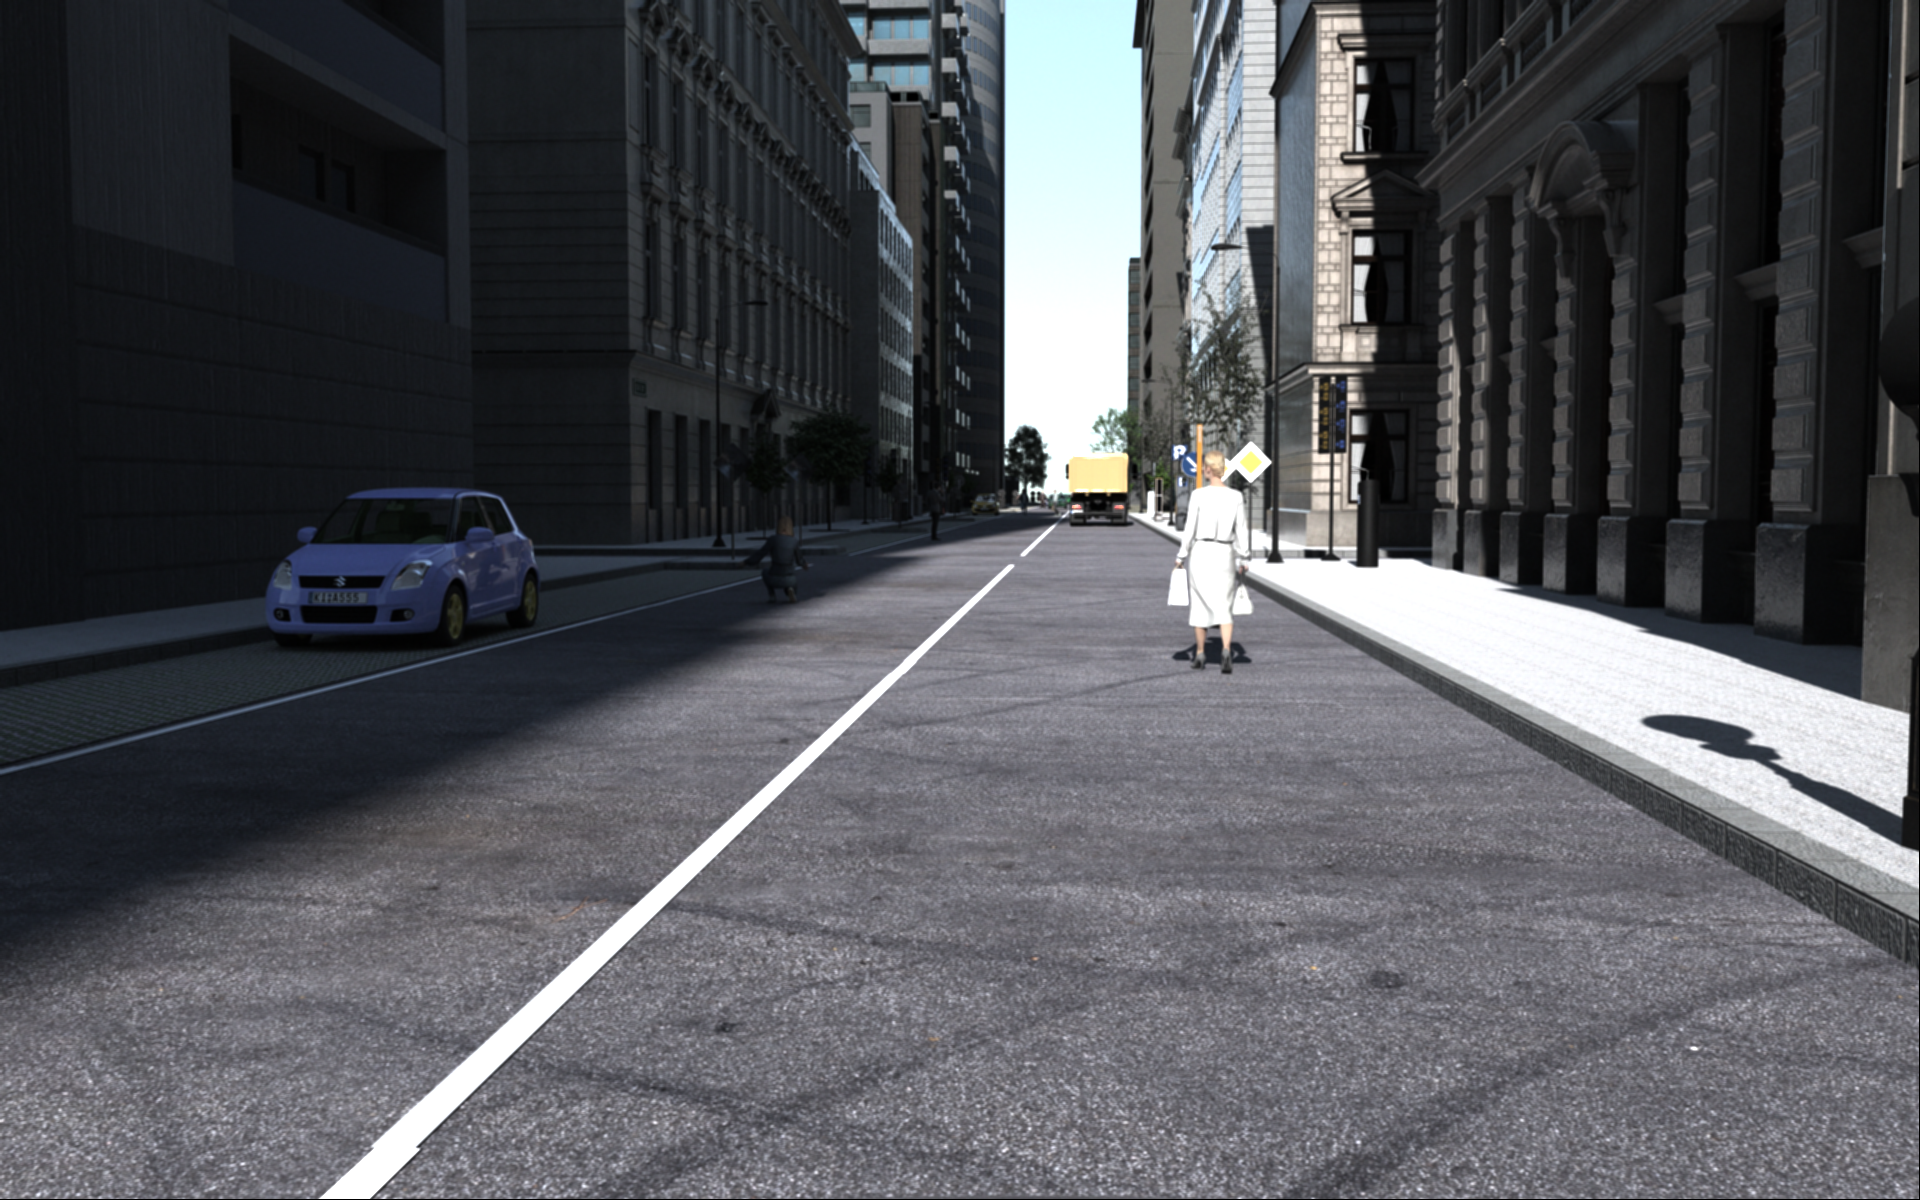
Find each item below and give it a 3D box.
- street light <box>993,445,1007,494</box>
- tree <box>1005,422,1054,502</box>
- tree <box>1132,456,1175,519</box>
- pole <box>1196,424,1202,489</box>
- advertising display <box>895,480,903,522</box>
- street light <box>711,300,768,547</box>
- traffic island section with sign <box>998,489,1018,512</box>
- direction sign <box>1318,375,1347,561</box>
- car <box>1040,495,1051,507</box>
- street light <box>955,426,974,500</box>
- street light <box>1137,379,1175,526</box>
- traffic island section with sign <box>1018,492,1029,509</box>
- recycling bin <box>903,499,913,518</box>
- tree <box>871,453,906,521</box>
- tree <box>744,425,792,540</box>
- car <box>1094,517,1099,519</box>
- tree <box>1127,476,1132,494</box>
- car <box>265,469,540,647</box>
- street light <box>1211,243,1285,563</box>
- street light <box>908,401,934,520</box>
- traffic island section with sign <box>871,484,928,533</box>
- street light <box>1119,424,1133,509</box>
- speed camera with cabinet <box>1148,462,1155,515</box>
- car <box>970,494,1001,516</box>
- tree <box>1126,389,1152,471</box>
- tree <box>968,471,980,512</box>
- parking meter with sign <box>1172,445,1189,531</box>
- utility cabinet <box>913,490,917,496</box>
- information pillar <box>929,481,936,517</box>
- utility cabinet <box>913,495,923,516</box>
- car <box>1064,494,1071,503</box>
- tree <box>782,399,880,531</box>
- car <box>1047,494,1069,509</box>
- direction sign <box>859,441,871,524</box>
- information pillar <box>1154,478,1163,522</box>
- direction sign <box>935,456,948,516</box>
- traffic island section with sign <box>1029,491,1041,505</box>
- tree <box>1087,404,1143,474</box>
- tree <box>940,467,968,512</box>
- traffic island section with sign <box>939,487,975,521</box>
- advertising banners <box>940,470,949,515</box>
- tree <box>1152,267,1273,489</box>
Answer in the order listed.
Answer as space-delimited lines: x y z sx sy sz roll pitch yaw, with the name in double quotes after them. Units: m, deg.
3.733 -11.683 163.564 1.470 5.913 1.316 0 4 4 "street light"
10.459 -21.924 275.464 9.611 12.733 9.660 0 3 0 "tree"
10.219 -5.765 88.857 1.663 3.219 1.824 0 3 0 "tree"
6.999 -3.479 50.719 0.158 3.312 0.155 0 3 0 "pole"
-2.776 -4.495 78.702 0.123 1.923 0.974 1 4 15 "advertising display"
-5.289 -4.228 41.668 1.470 5.913 1.316 0 4 4 "street light"
3.473 -8.133 141.600 1.989 1.847 2.006 0 4 4 "traffic island section with sign"
7.155 -2.527 33.318 0.379 3.537 0.876 -2 4 -23 "direction sign"
9.814 -10.897 190.738 1.945 1.354 3.894 0 4 3 "car"
0.260 -8.898 118.025 1.470 5.913 1.316 0 4 4 "street light"
8.023 -5.964 70.046 1.470 5.913 1.316 0 4 4 "street light"
5.460 -9.777 168.482 1.989 1.847 2.006 0 4 4 "traffic island section with sign"
-2.981 -4.940 93.331 0.722 1.027 0.722 -2 4 -28 "recycling bin"
-3.310 -5.350 82.075 1.663 3.219 1.824 0 3 0 "tree"
-5.397 -3.319 48.869 1.663 3.219 1.824 0 3 0 "tree"
8.693 -5.547 100.917 2.015 1.641 3.980 0 4 2 "car"
15.323 -10.026 158.529 1.663 3.219 1.824 0 3 0 "tree"
-5.472 -0.469 17.260 1.945 1.707 3.694 0 4 3 "car"
5.343 -3.649 32.201 1.470 5.913 1.316 0 4 4 "street light"
-1.998 -7.001 87.006 1.470 5.913 1.316 0 4 4 "street light"
-2.208 -3.412 64.413 1.989 1.847 2.006 0 4 4 "traffic island section with sign"
11.542 -8.736 115.368 1.470 5.913 1.316 0 4 4 "street light"
12.075 -6.894 107.049 0.660 3.252 2.038 1 4 16 "speed camera with cabinet"
1.722 -6.409 115.008 2.015 1.641 3.980 0 4 3 "car"
13.613 -10.379 120.055 4.360 8.622 3.978 0 3 0 "tree"
0.368 -8.150 127.853 1.663 3.219 1.824 0 3 0 "tree"
7.724 -3.927 60.473 0.543 3.016 1.738 0 4 3 "parking meter with sign"
-3.188 -5.917 105.422 1.173 1.500 0.318 -1 4 -10 "utility cabinet"
-1.544 -5.715 97.929 0.304 2.012 0.304 3 4 37 "information pillar"
-2.474 -5.517 101.364 0.306 1.237 1.020 -1 4 -16 "utility cabinet"
14.193 -13.667 232.252 1.959 1.807 4.718 0 4 5 "car"
-4.460 -4.665 59.994 4.285 4.588 4.351 0 3 0 "tree"
9.557 -9.639 169.389 2.131 1.459 4.920 0 4 4 "car"
-4.034 -4.990 73.576 0.379 3.537 0.876 2 4 33 "direction sign"
9.227 -4.653 80.576 0.304 2.012 0.304 -1 4 -12 "information pillar"
-1.112 -6.830 103.665 0.876 3.537 0.379 -2 4 -27 "direction sign"
9.470 -13.112 223.009 1.989 1.847 2.006 0 4 4 "traffic island section with sign"
18.558 -16.789 200.258 9.928 11.665 9.643 0 3 0 "tree"
-0.543 -7.831 122.632 1.663 3.219 1.824 0 3 0 "tree"
-0.226 -5.056 91.296 1.989 1.847 2.006 0 4 4 "traffic island section with sign"
-1.016 -6.885 108.762 0.090 3.025 2.074 -1 4 -16 "advertising banners"
8.534 -6.503 56.684 4.360 8.622 3.978 0 3 0 "tree"
